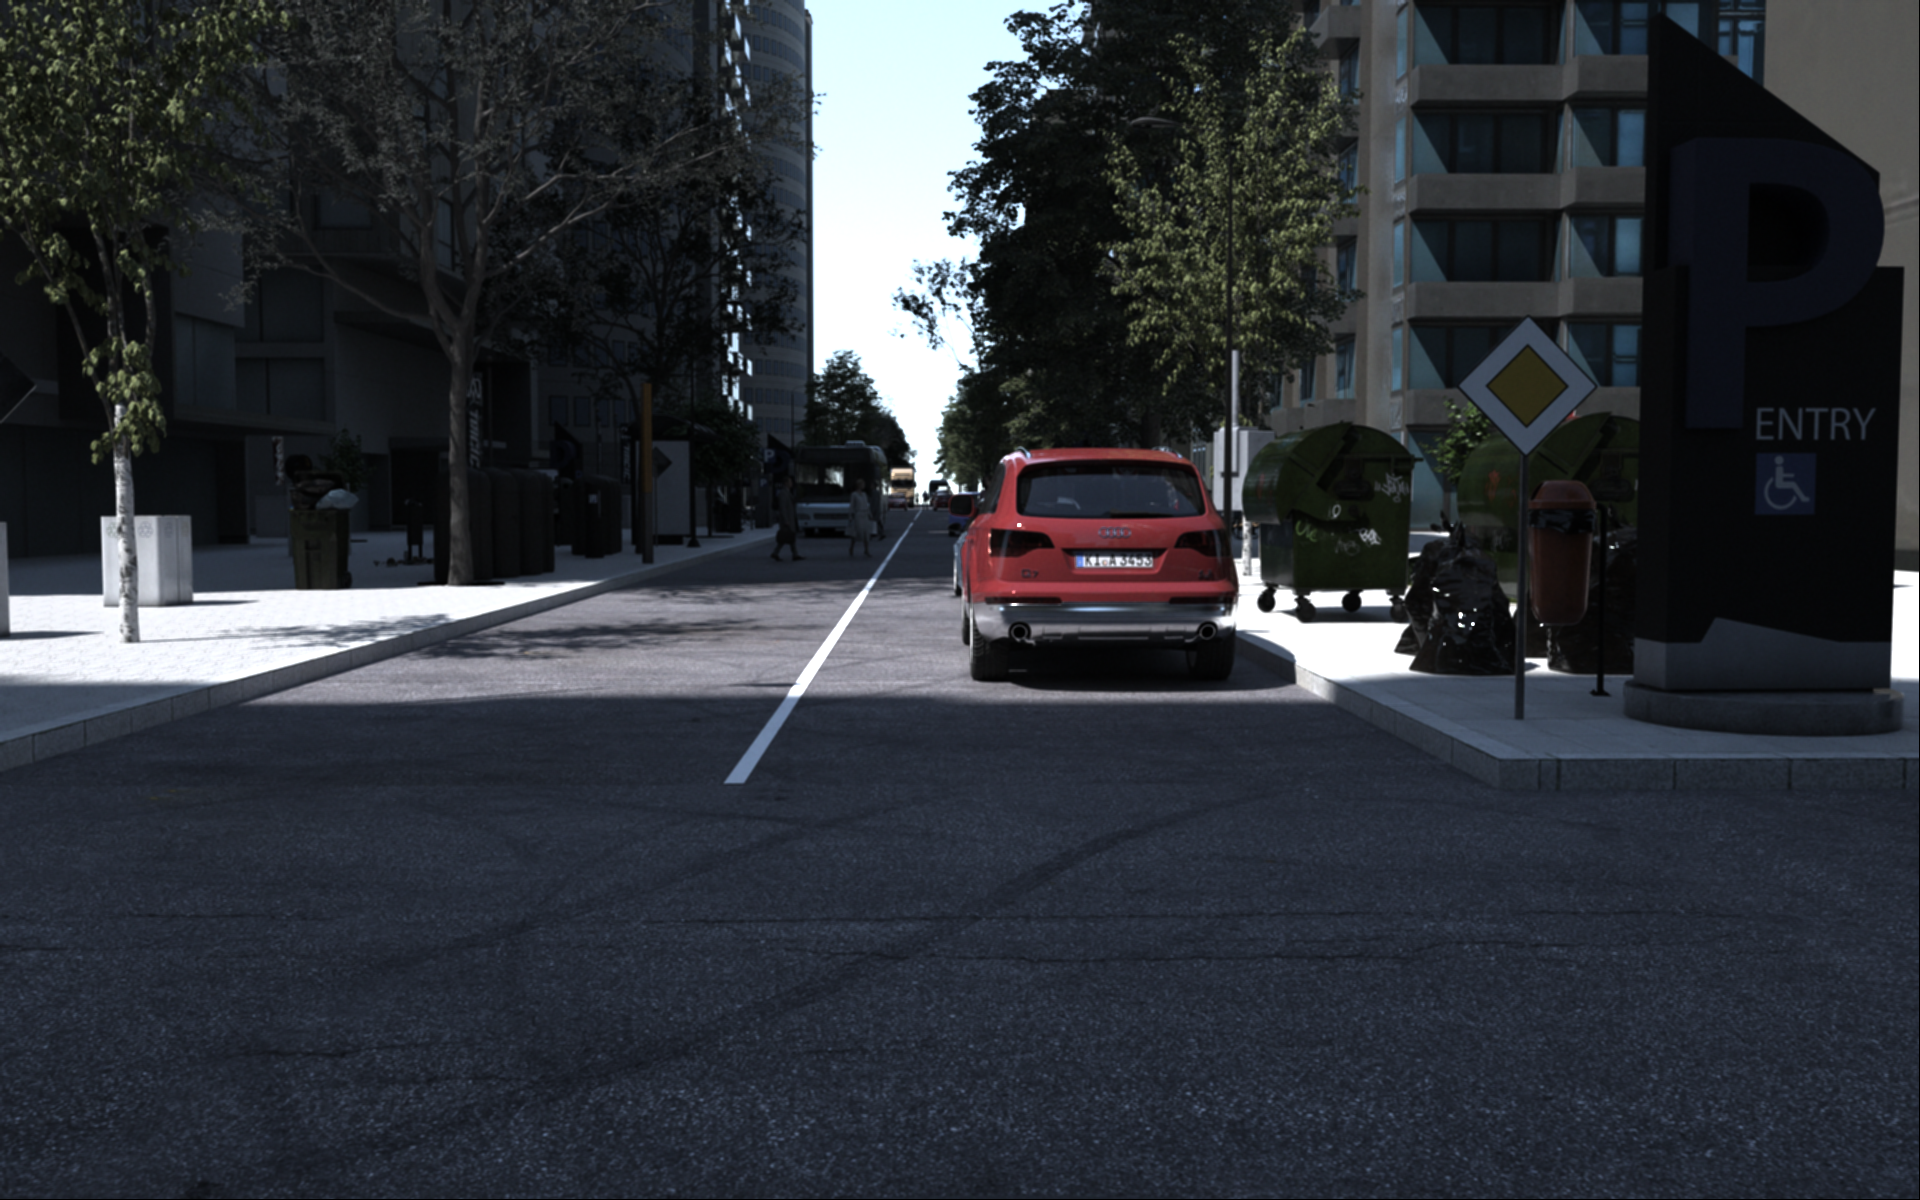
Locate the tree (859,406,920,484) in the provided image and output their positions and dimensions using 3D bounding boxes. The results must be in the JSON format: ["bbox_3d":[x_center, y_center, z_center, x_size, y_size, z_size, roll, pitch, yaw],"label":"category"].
[{"bbox_3d":[-10.665,-18.763,223.789,9.611,12.733,9.660,0,3,0],"label":"tree"}]

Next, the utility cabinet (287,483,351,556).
[{"bbox_3d":[-13.143,-1.641,35.515,1.173,1.500,0.318,0,4,-2],"label":"utility cabinet"}]

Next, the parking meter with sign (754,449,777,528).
[{"bbox_3d":[-7.387,-4.237,65.533,0.543,3.016,1.738,0,4,6],"label":"parking meter with sign"}]

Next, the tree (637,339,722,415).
[{"bbox_3d":[-12.909,-7.843,78.599,4.360,8.622,3.978,0,3,0],"label":"tree"}]

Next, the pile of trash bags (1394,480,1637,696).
[{"bbox_3d":[4.164,-0.166,12.468,1.912,1.369,3.447,1,4,12],"label":"pile of trash bags"}]

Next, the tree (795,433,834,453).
[{"bbox_3d":[-7.876,-6.682,92.956,4.285,4.588,4.351,0,3,0],"label":"tree"}]

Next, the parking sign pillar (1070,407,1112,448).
[{"bbox_3d":[4.046,-3.971,53.393,1.447,3.967,1.447,0,4,0],"label":"parking sign pillar"}]

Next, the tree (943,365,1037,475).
[{"bbox_3d":[2.170,-12.854,135.913,9.928,11.665,9.643,0,3,0],"label":"tree"}]

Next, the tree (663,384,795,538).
[{"bbox_3d":[-7.511,-4.133,51.287,4.285,4.588,4.351,0,3,0],"label":"tree"}]

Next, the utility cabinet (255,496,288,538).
[{"bbox_3d":[-20.143,-2.428,50.860,1.020,1.237,0.306,1,4,13],"label":"utility cabinet"}]

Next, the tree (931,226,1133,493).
[{"bbox_3d":[3.723,-9.256,69.469,7.486,12.596,7.792,0,3,0],"label":"tree"}]

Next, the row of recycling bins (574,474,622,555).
[{"bbox_3d":[-7.930,-1.885,37.933,1.069,1.692,3.534,-1,4,-8],"label":"row of recycling bins"}]

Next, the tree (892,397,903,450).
[{"bbox_3d":[-9.695,-15.208,159.014,12.009,13.543,11.850,0,3,0],"label":"tree"}]

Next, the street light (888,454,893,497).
[{"bbox_3d":[-8.454,-13.991,201.293,1.470,5.913,1.316,0,4,-1],"label":"street light"}]

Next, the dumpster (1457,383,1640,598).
[{"bbox_3d":[5.586,-0.819,15.878,1.502,2.255,1.985,0,4,-1],"label":"dumpster"}]

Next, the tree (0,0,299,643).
[{"bbox_3d":[-7.325,-3.924,14.521,4.737,8.622,4.395,0,3,0],"label":"tree"}]

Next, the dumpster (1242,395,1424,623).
[{"bbox_3d":[3.832,-0.944,17.932,1.502,2.255,1.985,0,4,-1],"label":"dumpster"}]

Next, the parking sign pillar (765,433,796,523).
[{"bbox_3d":[-7.885,-5.366,76.212,1.447,3.967,1.447,1,4,17],"label":"parking sign pillar"}]

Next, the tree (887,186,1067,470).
[{"bbox_3d":[1.370,-15.473,108.875,12.611,20.169,13.585,0,3,0],"label":"tree"}]

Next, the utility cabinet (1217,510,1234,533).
[{"bbox_3d":[8.637,-2.776,56.549,0.306,1.237,1.020,2,4,30],"label":"utility cabinet"}]

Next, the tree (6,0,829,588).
[{"bbox_3d":[-7.062,-6.956,24.107,12.009,13.543,11.850,0,3,0],"label":"tree"}]

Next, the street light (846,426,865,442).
[{"bbox_3d":[-7.191,-8.906,118.151,1.470,5.913,1.316,0,4,-1],"label":"street light"}]

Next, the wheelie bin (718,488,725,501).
[{"bbox_3d":[-11.602,-4.560,82.468,0.693,1.594,0.980,0,4,7],"label":"wheelie bin"}]

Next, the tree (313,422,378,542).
[{"bbox_3d":[-16.368,-3.174,46.502,1.663,3.219,1.824,0,3,0],"label":"tree"}]

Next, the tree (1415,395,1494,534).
[{"bbox_3d":[8.667,-2.104,29.003,1.663,3.219,1.824,0,3,0],"label":"tree"}]

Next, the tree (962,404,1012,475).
[{"bbox_3d":[2.226,-10.742,125.989,4.360,8.622,3.978,0,3,0],"label":"tree"}]

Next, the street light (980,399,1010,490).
[{"bbox_3d":[1.836,-6.815,83.960,1.470,5.913,1.316,0,4,-1],"label":"street light"}]

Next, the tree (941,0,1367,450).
[{"bbox_3d":[4.256,-8.065,38.519,9.857,13.997,8.962,0,3,0],"label":"tree"}]

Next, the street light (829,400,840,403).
[{"bbox_3d":[-6.648,-6.943,86.058,1.470,5.913,1.316,0,4,-1],"label":"street light"}]

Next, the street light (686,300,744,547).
[{"bbox_3d":[-5.880,-4.223,41.581,1.470,5.913,1.316,0,4,-1],"label":"street light"}]

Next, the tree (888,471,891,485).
[{"bbox_3d":[-8.813,-12.545,188.828,4.285,4.588,4.351,0,3,0],"label":"tree"}]

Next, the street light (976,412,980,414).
[{"bbox_3d":[1.623,-7.688,98.237,1.470,5.913,1.316,0,4,-1],"label":"street light"}]

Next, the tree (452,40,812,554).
[{"bbox_3d":[-6.928,-6.251,36.616,8.767,10.594,7.601,1,4,8],"label":"tree"}]

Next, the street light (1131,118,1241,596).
[{"bbox_3d":[2.807,-2.998,21.560,1.470,5.913,1.316,0,4,-1],"label":"street light"}]

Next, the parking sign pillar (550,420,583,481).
[{"bbox_3d":[-14.171,-4.518,62.349,1.447,3.967,1.447,2,4,34],"label":"parking sign pillar"}]

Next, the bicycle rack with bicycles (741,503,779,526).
[{"bbox_3d":[-8.306,-3.521,70.948,2.925,0.926,2.852,-2,4,-28],"label":"bicycle rack with bicycles"}]

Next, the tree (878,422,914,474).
[{"bbox_3d":[-9.422,-16.819,209.396,8.767,10.594,7.601,2,4,24],"label":"tree"}]

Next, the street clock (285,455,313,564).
[{"bbox_3d":[-12.120,-1.665,31.789,0.358,2.002,0.471,1,4,22],"label":"street clock"}]

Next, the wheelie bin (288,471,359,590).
[{"bbox_3d":[-8.584,-0.942,23.308,0.980,1.594,0.693,0,4,-1],"label":"wheelie bin"}]

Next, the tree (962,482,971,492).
[{"bbox_3d":[1.008,-12.779,203.544,1.663,3.219,1.824,0,3,0],"label":"tree"}]

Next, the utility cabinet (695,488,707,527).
[{"bbox_3d":[-10.035,-3.605,67.616,0.318,1.500,1.173,3,5,40],"label":"utility cabinet"}]

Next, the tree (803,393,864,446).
[{"bbox_3d":[-8.866,-10.658,124.614,4.737,8.622,4.395,0,3,0],"label":"tree"}]

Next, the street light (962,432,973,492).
[{"bbox_3d":[1.120,-9.596,129.437,1.470,5.913,1.316,0,4,-1],"label":"street light"}]

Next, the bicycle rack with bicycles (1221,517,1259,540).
[{"bbox_3d":[8.479,-2.189,49.173,2.925,0.926,2.852,1,4,21],"label":"bicycle rack with bicycles"}]

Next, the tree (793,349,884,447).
[{"bbox_3d":[-9.380,-13.287,135.375,7.486,12.596,7.792,0,3,0],"label":"tree"}]

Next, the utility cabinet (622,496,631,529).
[{"bbox_3d":[-12.179,-3.260,64.469,0.306,1.237,1.020,2,4,24],"label":"utility cabinet"}]

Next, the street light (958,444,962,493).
[{"bbox_3d":[0.589,-11.535,161.144,1.470,5.913,1.316,0,4,-1],"label":"street light"}]

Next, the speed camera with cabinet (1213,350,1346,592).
[{"bbox_3d":[4.347,-1.783,23.481,0.660,3.252,2.038,-3,4,-36],"label":"speed camera with cabinet"}]

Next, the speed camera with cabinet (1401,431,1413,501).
[{"bbox_3d":[13.261,-3.694,54.729,2.038,3.252,0.660,1,4,16],"label":"speed camera with cabinet"}]

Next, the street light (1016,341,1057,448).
[{"bbox_3d":[2.383,-4.906,52.761,1.470,5.913,1.316,0,4,-1],"label":"street light"}]

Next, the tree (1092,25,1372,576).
[{"bbox_3d":[4.250,-4.679,26.865,4.737,8.622,4.395,0,3,0],"label":"tree"}]

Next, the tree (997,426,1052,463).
[{"bbox_3d":[3.397,-5.824,78.931,4.285,4.588,4.351,0,3,0],"label":"tree"}]

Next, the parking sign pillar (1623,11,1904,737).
[{"bbox_3d":[4.555,-1.302,9.752,1.447,3.967,1.447,0,4,-3],"label":"parking sign pillar"}]

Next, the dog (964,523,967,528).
[{"bbox_3d":[0.160,-1.321,38.434,0.513,0.831,0.800,1,4,9],"label":"dog"}]

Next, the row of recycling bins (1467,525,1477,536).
[{"bbox_3d":[11.145,-1.649,34.072,1.069,1.692,3.534,-1,4,-16],"label":"row of recycling bins"}]

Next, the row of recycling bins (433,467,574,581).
[{"bbox_3d":[-7.202,-1.222,27.095,1.069,1.692,3.534,0,4,6],"label":"row of recycling bins"}]

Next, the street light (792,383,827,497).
[{"bbox_3d":[-6.482,-6.131,72.779,1.470,5.913,1.316,0,4,-1],"label":"street light"}]
